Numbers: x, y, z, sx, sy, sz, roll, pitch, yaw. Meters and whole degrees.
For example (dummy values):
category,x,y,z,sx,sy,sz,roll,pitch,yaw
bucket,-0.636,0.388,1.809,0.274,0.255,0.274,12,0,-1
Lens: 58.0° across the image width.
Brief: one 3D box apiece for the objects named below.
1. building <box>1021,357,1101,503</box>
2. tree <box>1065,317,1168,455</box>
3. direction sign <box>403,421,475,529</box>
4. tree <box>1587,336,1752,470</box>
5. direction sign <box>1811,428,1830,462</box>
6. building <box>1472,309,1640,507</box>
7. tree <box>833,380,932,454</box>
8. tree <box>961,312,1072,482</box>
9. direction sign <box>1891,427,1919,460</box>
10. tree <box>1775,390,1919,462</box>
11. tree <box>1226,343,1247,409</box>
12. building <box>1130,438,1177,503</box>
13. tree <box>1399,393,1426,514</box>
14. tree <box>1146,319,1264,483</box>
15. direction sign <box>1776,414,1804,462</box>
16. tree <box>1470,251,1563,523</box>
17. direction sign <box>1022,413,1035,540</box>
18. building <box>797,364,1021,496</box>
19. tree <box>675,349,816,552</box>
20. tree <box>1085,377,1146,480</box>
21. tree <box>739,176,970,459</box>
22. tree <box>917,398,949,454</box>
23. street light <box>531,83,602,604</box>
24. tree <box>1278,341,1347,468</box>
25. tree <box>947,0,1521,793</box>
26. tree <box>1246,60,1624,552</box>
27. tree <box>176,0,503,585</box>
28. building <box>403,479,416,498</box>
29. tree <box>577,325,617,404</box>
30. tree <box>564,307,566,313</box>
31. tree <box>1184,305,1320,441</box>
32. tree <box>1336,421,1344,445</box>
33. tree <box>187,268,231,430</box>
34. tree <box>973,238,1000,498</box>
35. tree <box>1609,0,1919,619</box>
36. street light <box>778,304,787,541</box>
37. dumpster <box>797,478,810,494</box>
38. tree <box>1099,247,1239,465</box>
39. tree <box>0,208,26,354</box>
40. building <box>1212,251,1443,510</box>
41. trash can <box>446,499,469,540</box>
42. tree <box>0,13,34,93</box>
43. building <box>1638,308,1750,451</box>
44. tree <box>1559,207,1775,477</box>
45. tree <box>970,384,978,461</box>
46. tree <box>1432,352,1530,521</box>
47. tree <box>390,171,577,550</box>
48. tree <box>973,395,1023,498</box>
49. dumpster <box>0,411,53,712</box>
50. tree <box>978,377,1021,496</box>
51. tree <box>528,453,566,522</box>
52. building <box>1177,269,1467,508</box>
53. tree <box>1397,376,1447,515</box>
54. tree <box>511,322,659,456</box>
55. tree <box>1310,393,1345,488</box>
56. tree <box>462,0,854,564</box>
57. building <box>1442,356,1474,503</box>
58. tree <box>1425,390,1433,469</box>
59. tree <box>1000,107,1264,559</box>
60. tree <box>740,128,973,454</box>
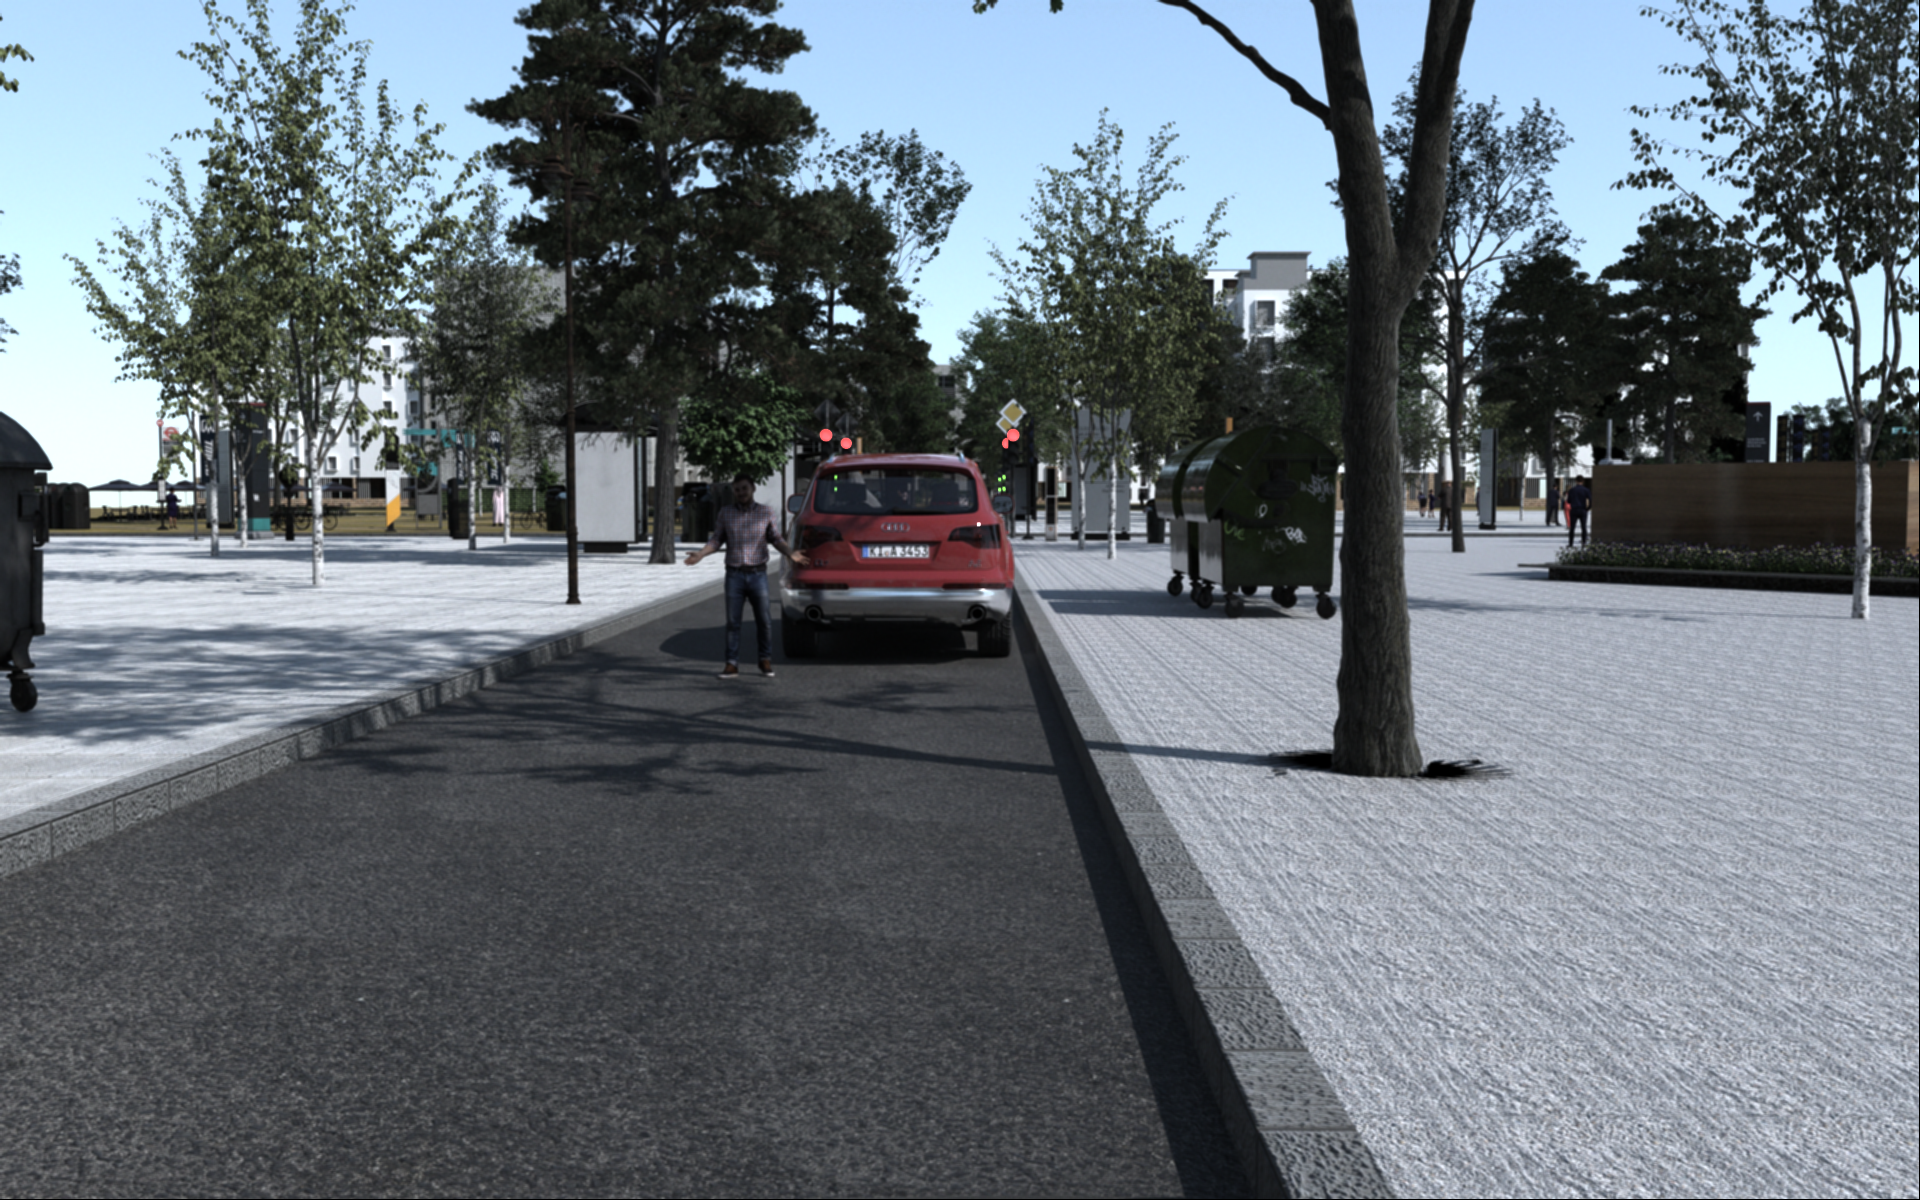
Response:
category,x,y,z,sx,sy,sz,roll,pitch,yaw
building,14.026,-23.693,243.795,11.380,20.091,16.016,0,4,0
tree,5.986,-7.306,69.820,4.360,8.622,3.978,0,3,0
direction sign,-19.234,-4.609,64.119,2.525,3.948,1.411,-1,4,-14
tree,48.873,-12.972,113.907,18.604,14.587,13.155,-3,5,-45
direction sign,29.901,-4.175,60.259,0.379,3.537,0.876,-1,4,-12
building,62.505,-19.958,182.726,11.380,20.091,16.016,0,4,0
tree,-5.247,-10.758,110.300,7.601,10.594,8.767,0,4,2
tree,3.615,-11.588,107.592,7.486,12.596,7.792,0,3,0
direction sign,34.141,-4.511,62.514,2.525,3.948,1.411,-1,4,-17
tree,49.799,-7.921,92.409,11.467,7.101,20.602,0,4,-6
tree,18.028,-9.975,97.508,8.767,10.594,7.601,1,4,16
building,34.016,-18.233,240.250,28.070,9.664,9.099,0,4,0
tree,29.541,-9.795,110.513,4.737,8.622,4.395,0,3,0
tree,15.604,-11.253,106.047,6.751,12.117,7.091,0,3,0
direction sign,23.728,-3.522,49.574,0.379,3.537,0.876,-2,4,-25
tree,25.993,-9.422,76.112,6.751,12.117,7.091,0,3,0
direction sign,1.925,-3.474,48.790,0.379,3.537,0.876,-1,4,-17
building,-7.402,-23.129,244.617,31.486,18.905,16.747,0,4,0
tree,-4.946,-3.380,38.976,4.285,4.588,4.351,0,3,0
tree,11.786,-12.492,126.298,6.751,12.117,7.091,0,3,0
tree,-5.214,-9.944,70.012,7.806,13.903,7.818,0,3,0
tree,-4.377,-14.539,159.767,6.751,12.117,7.091,0,3,0
street light,-4.518,-2.891,20.057,0.468,5.910,1.993,0,4,0
tree,25.482,-13.366,125.964,7.806,13.903,7.818,0,3,0
tree,2.008,-5.020,7.836,9.928,11.665,9.643,0,3,0
tree,10.663,-6.333,37.950,7.601,10.594,8.767,0,4,3
tree,-8.835,-4.507,24.049,4.737,8.622,4.395,0,3,0
building,-63.051,-24.883,250.814,32.646,21.610,27.936,0,4,0
tree,-14.958,-7.276,69.326,4.360,8.622,3.978,0,3,0
tree,-12.095,-5.792,45.060,4.737,8.622,4.395,0,3,0
tree,11.590,-7.155,67.339,4.360,8.622,3.978,0,3,0
tree,27.000,-10.142,116.189,4.360,8.622,3.978,0,3,0
tree,-28.570,-8.971,72.426,9.928,11.665,9.643,0,3,0
tree,2.652,-5.476,39.901,4.737,8.622,4.395,0,3,0
tree,9.056,-4.110,17.555,4.360,8.622,3.978,0,3,0
street light,-4.315,-4.251,42.295,0.468,5.910,1.993,0,4,0
dumpster,-5.830,-3.514,63.219,1.264,1.857,1.865,0,4,0
tree,10.358,-11.023,87.647,7.806,13.903,7.818,0,3,0
tree,-18.687,-5.681,27.298,7.601,10.594,8.767,-2,4,-25
building,29.447,-17.383,140.629,16.016,20.091,11.380,0,4,0
trash can,-14.141,-2.286,49.024,0.748,1.137,0.748,0,3,0
tree,-11.430,-4.085,17.144,4.737,8.622,4.395,0,3,0
building,74.100,-19.946,182.539,11.380,20.091,16.016,0,4,0
tree,26.708,-8.742,64.991,6.751,12.117,7.091,0,3,0
tree,-4.062,-14.493,144.384,7.806,13.903,7.818,0,3,0
tree,27.603,-8.473,88.898,4.737,8.622,4.395,0,3,0
tree,-11.161,-5.451,39.490,4.360,8.622,3.978,0,3,0
tree,3.286,-10.379,120.054,4.360,8.622,3.978,0,3,0
dumpster,-6.035,-0.227,9.469,1.264,1.857,1.865,0,4,1
tree,2.761,-16.673,180.018,7.806,13.903,7.818,0,3,0
tree,-19.248,-5.257,80.551,1.663,3.219,1.824,0,3,0
building,35.529,-20.180,173.919,27.936,21.610,32.646,0,4,0
tree,26.883,-9.365,103.485,4.360,8.622,3.978,0,3,0
tree,-18.352,-9.258,85.777,8.767,10.594,7.601,1,4,8
tree,23.620,-9.810,110.760,4.737,8.622,4.395,0,3,0
tree,-5.392,-6.703,31.648,6.751,12.117,7.091,0,3,0
building,65.151,-23.703,243.957,11.380,20.091,16.016,0,4,0
tree,29.225,-8.930,96.371,4.737,8.622,4.395,0,3,0
tree,3.236,-5.117,34.026,4.737,8.622,4.395,0,3,0
tree,-6.065,-14.014,85.019,12.611,20.169,13.585,0,3,0
